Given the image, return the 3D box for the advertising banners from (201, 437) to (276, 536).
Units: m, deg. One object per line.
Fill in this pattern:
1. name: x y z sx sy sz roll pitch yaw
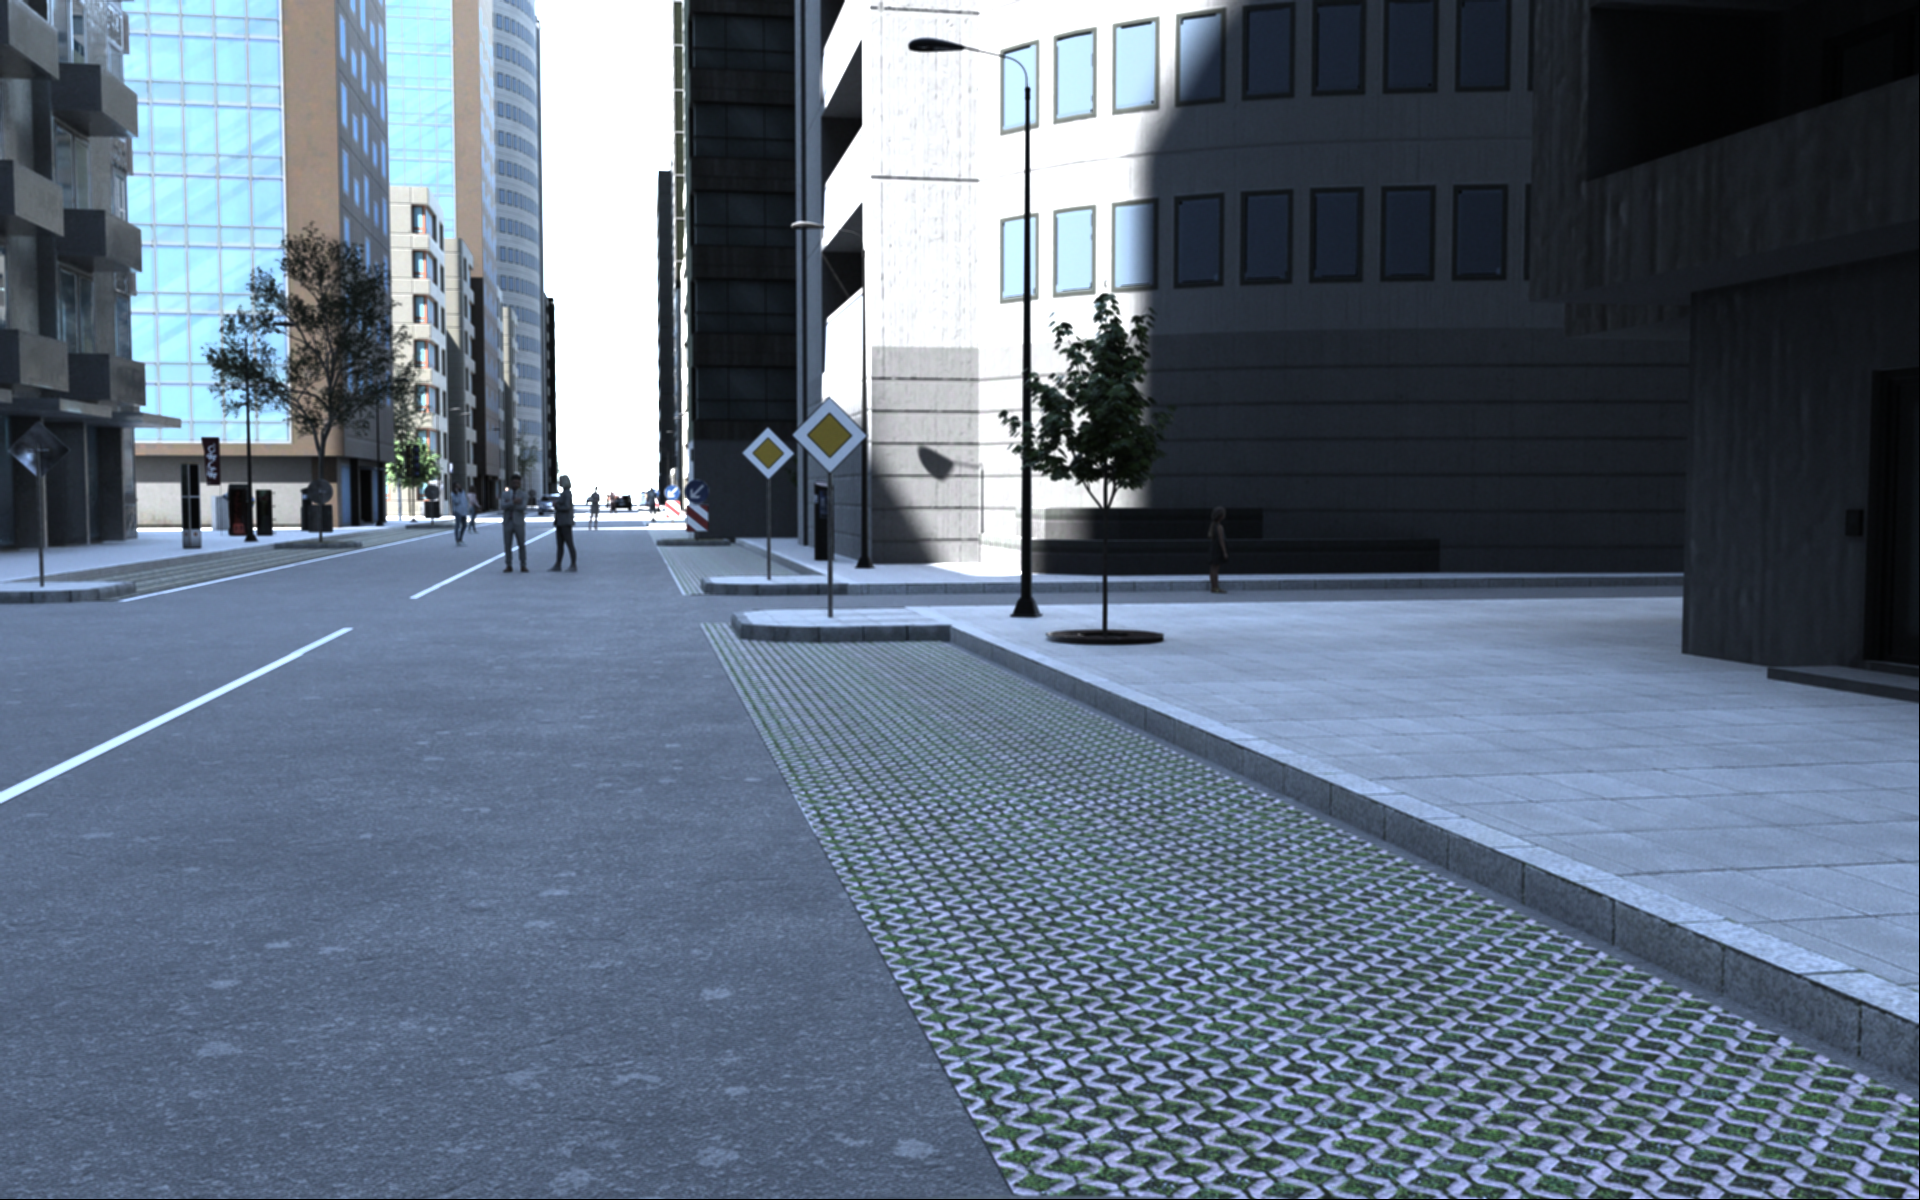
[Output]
1. advertising banners: -22.220 -3.496 53.340 2.074 3.025 0.090 -1 4 -15

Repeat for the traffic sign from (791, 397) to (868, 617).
1. traffic sign: -1.353 -0.877 17.974 0.795 2.450 0.064 -1 4 -11

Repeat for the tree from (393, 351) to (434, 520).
1. tree: -27.445 -8.186 84.197 4.360 8.622 3.978 0 3 0

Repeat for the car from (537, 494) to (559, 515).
1. car: -27.987 -6.534 118.828 2.014 1.417 4.499 -1 4 -11

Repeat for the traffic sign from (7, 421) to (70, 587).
1. traffic sign: -12.725 -1.242 23.954 0.795 2.450 0.064 -1 4 -11

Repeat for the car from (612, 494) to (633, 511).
1. car: -29.805 -8.727 152.479 2.009 1.686 4.222 -1 4 -12

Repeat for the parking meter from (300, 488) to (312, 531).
1. parking meter: -22.895 -3.197 60.675 0.372 1.533 0.369 0 3 0

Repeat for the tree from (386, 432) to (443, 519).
1. tree: -28.355 -6.445 89.085 4.285 4.588 4.351 0 3 0

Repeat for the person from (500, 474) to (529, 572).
1. person: -8.191 -1.416 31.834 0.511 1.800 0.466 -1 4 -22

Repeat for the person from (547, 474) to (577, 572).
1. person: -7.359 -1.428 32.030 0.526 1.800 0.537 -1 4 -21

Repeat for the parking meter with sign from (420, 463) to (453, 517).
1. parking meter with sign: -29.403 -6.175 97.218 1.738 3.016 0.543 0 4 3

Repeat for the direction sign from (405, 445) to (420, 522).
1. direction sign: -25.143 -5.358 79.596 0.379 3.537 0.876 2 4 23

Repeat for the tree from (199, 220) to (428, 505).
1. tree: -22.428 -7.683 60.028 8.767 10.594 7.601 0 4 6

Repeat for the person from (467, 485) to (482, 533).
1. person: -17.807 -3.313 63.255 0.593 1.750 0.643 3 5 43

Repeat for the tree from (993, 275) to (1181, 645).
1. tree: 1.366 -1.262 15.239 1.663 3.219 1.824 0 3 0

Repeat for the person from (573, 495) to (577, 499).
1. person: -33.543 -8.548 149.084 1.217 1.723 0.721 -2 4 -24

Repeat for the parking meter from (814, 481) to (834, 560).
1. parking meter: -2.636 -1.540 33.592 0.372 1.533 0.369 0 3 0

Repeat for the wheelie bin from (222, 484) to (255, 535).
1. wheelie bin: -22.557 -2.832 54.212 0.980 1.594 0.693 -1 4 -13

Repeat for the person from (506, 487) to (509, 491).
1. person: -24.785 -5.301 95.188 0.660 1.820 0.620 -1 4 -13

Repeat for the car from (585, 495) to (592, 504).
1. car: -51.939 -14.181 244.432 1.945 1.354 3.894 -1 4 -9

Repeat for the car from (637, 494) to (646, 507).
1. car: -34.259 -10.832 189.105 2.014 1.417 4.499 -1 4 -12

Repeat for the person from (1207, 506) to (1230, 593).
1. person: 3.749 -0.727 25.059 0.373 1.253 0.362 0 4 -7

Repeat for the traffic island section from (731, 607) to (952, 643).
1. traffic island section: -1.331 0.258 18.056 2.009 0.180 2.903 -1 4 -11

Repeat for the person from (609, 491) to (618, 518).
1. person: -21.152 -5.850 105.614 0.415 1.643 0.593 3 4 38

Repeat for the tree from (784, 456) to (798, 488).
1. tree: -3.926 -3.337 49.161 1.663 3.219 1.824 0 3 0

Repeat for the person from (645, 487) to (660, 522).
1. person: -15.757 -4.905 88.817 0.709 1.813 0.853 -1 4 -20

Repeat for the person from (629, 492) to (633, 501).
1. person: -45.577 -14.067 239.433 0.756 1.711 0.436 1 4 17

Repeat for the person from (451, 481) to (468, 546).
1. person: -13.879 -2.401 48.017 0.793 1.790 0.793 -1 4 -10

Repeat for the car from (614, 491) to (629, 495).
1. car: -40.991 -12.226 208.575 2.281 1.827 5.304 -1 4 -12

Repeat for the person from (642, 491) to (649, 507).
1. person: -33.370 -10.790 185.016 1.348 1.812 0.705 1 4 20

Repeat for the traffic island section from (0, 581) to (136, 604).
1. traffic island section: -12.746 -0.106 24.011 2.009 0.180 2.903 -1 4 -11

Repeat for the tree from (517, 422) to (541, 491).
1. tree: -43.723 -13.527 171.527 4.360 8.622 3.978 0 3 0

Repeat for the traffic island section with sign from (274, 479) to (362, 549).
1. traffic island section with sign: -16.964 -2.278 45.880 1.989 1.847 2.006 -1 4 -11

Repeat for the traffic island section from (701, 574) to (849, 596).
1. traffic island section: -2.834 -0.221 25.899 2.009 0.180 2.903 -1 4 -11

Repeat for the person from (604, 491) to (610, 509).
1. person: -34.426 -9.802 169.482 1.217 1.735 0.721 3 4 37

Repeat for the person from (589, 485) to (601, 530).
1. person: -14.694 -3.724 69.729 0.599 1.781 0.374 -2 4 -34

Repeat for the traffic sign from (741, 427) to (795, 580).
1. traffic sign: -2.855 -1.356 25.817 0.795 2.450 0.064 -1 4 -11

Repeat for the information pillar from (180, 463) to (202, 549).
1. information pillar: -18.138 -2.224 40.852 0.304 2.012 0.304 2 4 32

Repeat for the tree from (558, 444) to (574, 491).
1. tree: -58.989 -18.610 254.636 4.360 8.622 3.978 0 3 0
